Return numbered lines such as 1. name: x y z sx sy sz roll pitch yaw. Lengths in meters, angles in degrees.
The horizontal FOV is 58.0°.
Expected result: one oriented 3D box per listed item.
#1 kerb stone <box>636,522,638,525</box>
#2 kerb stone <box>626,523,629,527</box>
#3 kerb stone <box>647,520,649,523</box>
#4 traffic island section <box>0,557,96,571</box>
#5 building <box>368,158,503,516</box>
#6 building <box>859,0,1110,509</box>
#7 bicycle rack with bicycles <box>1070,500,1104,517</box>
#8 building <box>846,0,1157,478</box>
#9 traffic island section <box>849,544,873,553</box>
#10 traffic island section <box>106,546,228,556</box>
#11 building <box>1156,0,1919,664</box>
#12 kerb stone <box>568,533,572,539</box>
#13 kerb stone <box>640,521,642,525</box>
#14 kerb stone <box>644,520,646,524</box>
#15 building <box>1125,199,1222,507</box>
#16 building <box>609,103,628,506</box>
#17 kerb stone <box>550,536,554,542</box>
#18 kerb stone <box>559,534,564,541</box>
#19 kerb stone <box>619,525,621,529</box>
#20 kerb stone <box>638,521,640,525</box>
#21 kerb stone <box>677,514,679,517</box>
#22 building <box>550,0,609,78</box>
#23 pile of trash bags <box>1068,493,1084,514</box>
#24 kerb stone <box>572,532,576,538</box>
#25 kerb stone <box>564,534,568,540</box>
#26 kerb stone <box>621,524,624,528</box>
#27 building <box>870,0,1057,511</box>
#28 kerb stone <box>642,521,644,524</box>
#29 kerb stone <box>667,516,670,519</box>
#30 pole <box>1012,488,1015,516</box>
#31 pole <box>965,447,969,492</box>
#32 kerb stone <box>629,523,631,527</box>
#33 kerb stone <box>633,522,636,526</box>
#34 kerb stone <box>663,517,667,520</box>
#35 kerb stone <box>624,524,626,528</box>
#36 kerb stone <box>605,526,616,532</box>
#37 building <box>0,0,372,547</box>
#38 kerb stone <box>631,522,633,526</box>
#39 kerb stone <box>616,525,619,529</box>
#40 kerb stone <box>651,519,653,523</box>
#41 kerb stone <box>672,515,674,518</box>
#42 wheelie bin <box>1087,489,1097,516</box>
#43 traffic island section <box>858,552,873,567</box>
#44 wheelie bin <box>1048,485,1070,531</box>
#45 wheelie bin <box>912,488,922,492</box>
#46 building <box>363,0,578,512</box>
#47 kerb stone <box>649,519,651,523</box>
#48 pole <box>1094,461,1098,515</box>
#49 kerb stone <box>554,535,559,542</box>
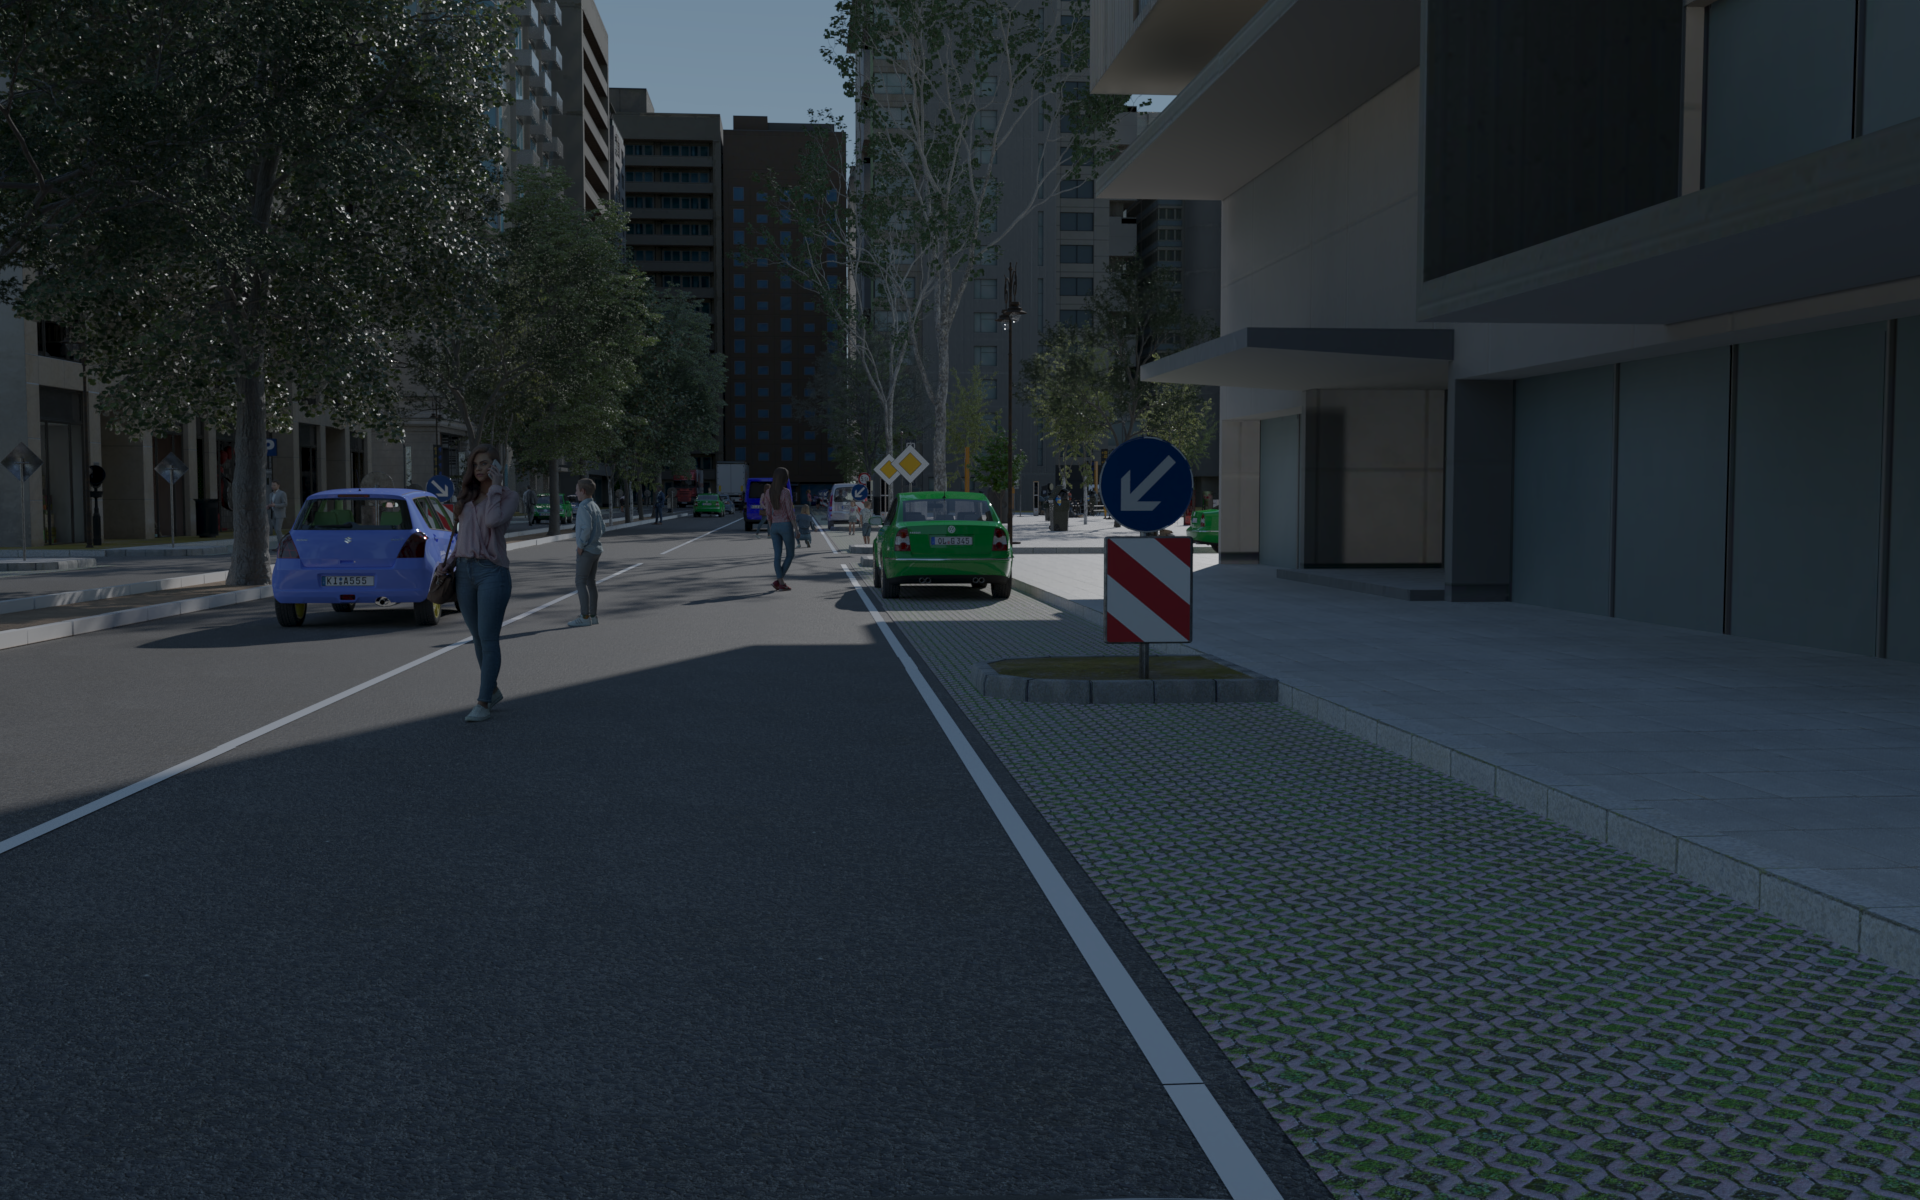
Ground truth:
1. kerb stone: -14.697 -3.397 77.773 0.120 0.150 1.000 0 4 -5
2. kerb stone: -14.320 -3.150 73.691 0.120 0.150 1.000 0 4 -5
3. kerb stone: -15.274 -3.773 83.892 0.120 0.150 1.000 0 4 -5
4. traffic island section: -18.047 -0.678 33.373 2.009 0.180 2.903 0 4 -5
5. building: -32.898 -14.914 94.752 10.553 20.767 40.483 0 4 -5
6. building: 1.446 -43.799 154.362 20.563 71.187 20.611 0 4 -5
7. bicycle rack with bicycles: 6.984 -5.250 99.225 2.852 0.926 2.925 2 4 28
8. building: 3.041 -36.111 179.657 28.713 52.752 27.495 0 4 -5
9. traffic island section: -1.729 -1.262 42.919 2.009 0.180 2.903 0 4 -5
10. traffic island section: -18.796 -1.165 41.323 2.009 0.180 2.903 0 4 -5
11. building: 16.936 -26.297 19.202 28.713 52.752 27.495 0 4 -5
12. kerb stone: -12.587 -2.024 55.302 0.120 0.150 1.000 0 4 -5
13. kerb stone: -14.898 -3.518 79.810 0.120 0.150 1.000 0 4 -5
14. kerb stone: -15.079 -3.646 81.851 0.120 0.150 1.000 0 4 -5
15. building: 29.798 -29.840 179.766 23.993 40.220 32.217 0 4 -5
16. building: -42.532 -30.518 182.561 14.086 41.232 14.154 0 4 -5
17. kerb stone: -12.203 -1.776 51.231 0.120 0.150 1.000 0 4 -5
18. kerb stone: -12.394 -1.900 53.266 0.120 0.150 1.000 0 4 -5
19. kerb stone: -14.023 -2.955 70.635 0.120 0.150 1.000 0 4 -5
20. kerb stone: -14.797 -3.462 78.793 0.120 0.150 1.000 0 4 -5
21. kerb stone: -17.199 -5.022 104.315 0.120 0.150 1.000 0 4 -5
22. building: -43.210 -32.507 155.196 21.300 48.544 21.600 0 4 -5
23. pile of trash bags: 7.544 -6.452 115.235 1.912 1.369 3.447 -1 4 -13
24. kerb stone: -12.679 -2.085 56.331 0.120 0.150 1.000 0 4 -5
25. kerb stone: -12.493 -1.963 54.284 0.120 0.150 1.000 0 4 -5
26. kerb stone: -14.124 -3.025 71.652 0.120 0.150 1.000 0 4 -5
27. building: -0.131 -27.762 137.505 14.154 41.232 14.086 0 4 -5
28. kerb stone: -14.991 -3.586 80.831 0.120 0.150 1.000 0 4 -5
29. kerb stone: -16.523 -4.584 97.183 0.120 0.150 1.000 0 4 -5
30. pole: 3.172 -6.685 103.149 0.158 3.312 0.155 0 3 0
31. pole: 0.308 -4.979 75.246 0.158 3.312 0.155 0 3 0
32. kerb stone: -14.407 -3.212 74.712 0.120 0.150 1.000 0 4 -5
33. kerb stone: -14.598 -3.337 76.754 0.120 0.150 1.000 0 4 -5
34. kerb stone: -16.339 -4.455 95.137 0.120 0.150 1.000 0 4 -5
35. kerb stone: -14.224 -3.085 72.673 0.120 0.150 1.000 0 4 -5
36. kerb stone: -13.828 -2.838 68.591 0.120 0.150 1.000 0 4 -5
37. building: -33.617 -15.449 57.101 19.350 26.468 34.151 0 4 -5
38. kerb stone: -14.507 -3.275 75.735 0.120 0.150 1.000 0 4 -5
39. kerb stone: -13.938 -2.900 69.614 0.120 0.150 1.000 0 4 -5
40. kerb stone: -15.466 -3.892 85.942 0.120 0.150 1.000 0 4 -5
41. kerb stone: -16.814 -4.773 100.241 0.120 0.150 1.000 0 4 -5
42. wheelie bin: 7.724 -5.770 102.254 0.693 1.594 0.980 0 4 8
43. traffic island section: -0.980 -0.776 34.969 2.009 0.180 2.903 0 4 -5
44. wheelie bin: 3.451 -3.194 60.125 0.693 1.594 0.980 -1 4 -14
45. wheelie bin: -2.282 -5.043 90.359 0.693 1.594 0.980 -3 5 -42
46. building: -41.924 -31.168 129.198 23.786 49.044 30.456 0 4 -5
47. kerb stone: -15.375 -3.835 84.909 0.120 0.150 1.000 0 4 -5
48. pole: 8.504 -7.002 108.326 0.158 3.312 0.155 0 3 0
49. kerb stone: -12.299 -1.838 52.249 0.120 0.150 1.000 0 4 -5
